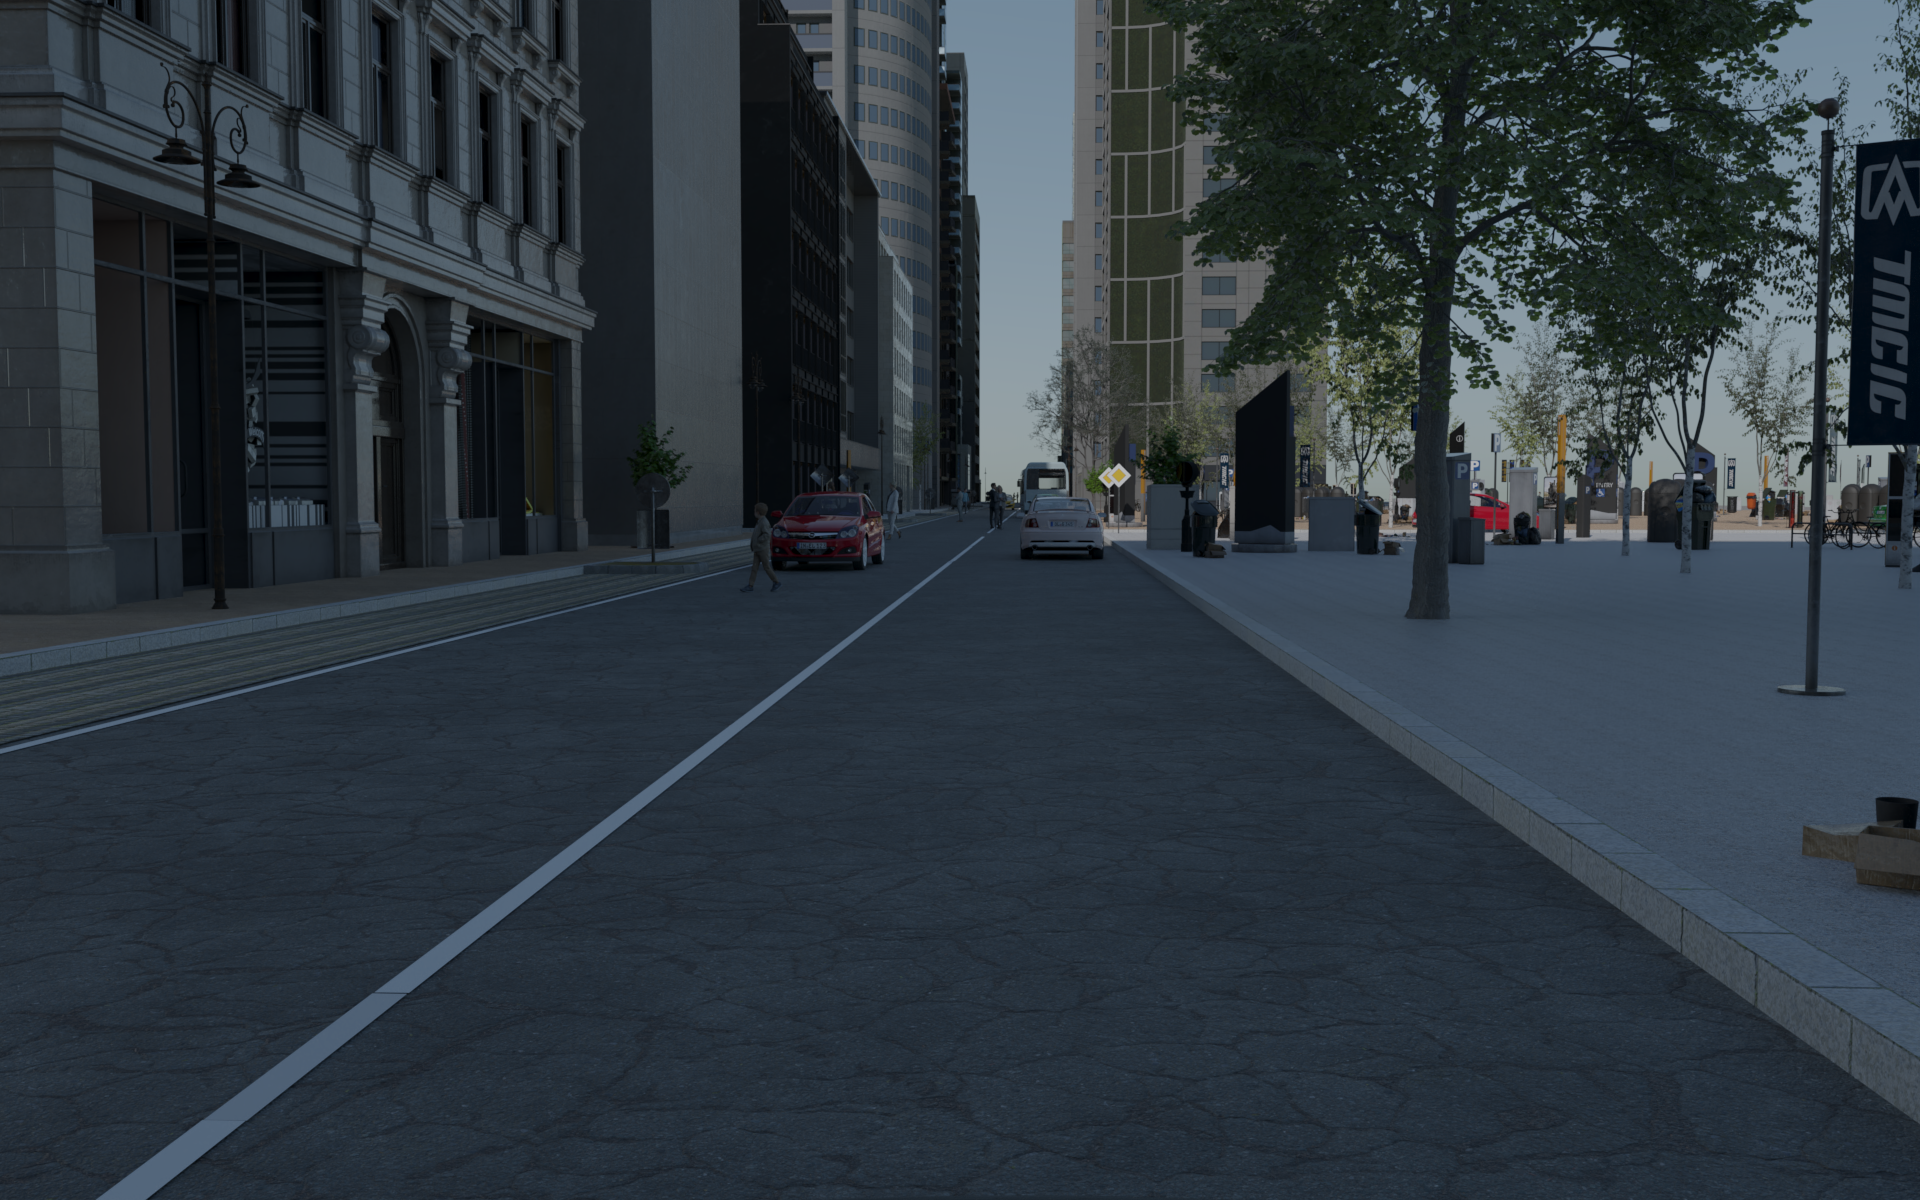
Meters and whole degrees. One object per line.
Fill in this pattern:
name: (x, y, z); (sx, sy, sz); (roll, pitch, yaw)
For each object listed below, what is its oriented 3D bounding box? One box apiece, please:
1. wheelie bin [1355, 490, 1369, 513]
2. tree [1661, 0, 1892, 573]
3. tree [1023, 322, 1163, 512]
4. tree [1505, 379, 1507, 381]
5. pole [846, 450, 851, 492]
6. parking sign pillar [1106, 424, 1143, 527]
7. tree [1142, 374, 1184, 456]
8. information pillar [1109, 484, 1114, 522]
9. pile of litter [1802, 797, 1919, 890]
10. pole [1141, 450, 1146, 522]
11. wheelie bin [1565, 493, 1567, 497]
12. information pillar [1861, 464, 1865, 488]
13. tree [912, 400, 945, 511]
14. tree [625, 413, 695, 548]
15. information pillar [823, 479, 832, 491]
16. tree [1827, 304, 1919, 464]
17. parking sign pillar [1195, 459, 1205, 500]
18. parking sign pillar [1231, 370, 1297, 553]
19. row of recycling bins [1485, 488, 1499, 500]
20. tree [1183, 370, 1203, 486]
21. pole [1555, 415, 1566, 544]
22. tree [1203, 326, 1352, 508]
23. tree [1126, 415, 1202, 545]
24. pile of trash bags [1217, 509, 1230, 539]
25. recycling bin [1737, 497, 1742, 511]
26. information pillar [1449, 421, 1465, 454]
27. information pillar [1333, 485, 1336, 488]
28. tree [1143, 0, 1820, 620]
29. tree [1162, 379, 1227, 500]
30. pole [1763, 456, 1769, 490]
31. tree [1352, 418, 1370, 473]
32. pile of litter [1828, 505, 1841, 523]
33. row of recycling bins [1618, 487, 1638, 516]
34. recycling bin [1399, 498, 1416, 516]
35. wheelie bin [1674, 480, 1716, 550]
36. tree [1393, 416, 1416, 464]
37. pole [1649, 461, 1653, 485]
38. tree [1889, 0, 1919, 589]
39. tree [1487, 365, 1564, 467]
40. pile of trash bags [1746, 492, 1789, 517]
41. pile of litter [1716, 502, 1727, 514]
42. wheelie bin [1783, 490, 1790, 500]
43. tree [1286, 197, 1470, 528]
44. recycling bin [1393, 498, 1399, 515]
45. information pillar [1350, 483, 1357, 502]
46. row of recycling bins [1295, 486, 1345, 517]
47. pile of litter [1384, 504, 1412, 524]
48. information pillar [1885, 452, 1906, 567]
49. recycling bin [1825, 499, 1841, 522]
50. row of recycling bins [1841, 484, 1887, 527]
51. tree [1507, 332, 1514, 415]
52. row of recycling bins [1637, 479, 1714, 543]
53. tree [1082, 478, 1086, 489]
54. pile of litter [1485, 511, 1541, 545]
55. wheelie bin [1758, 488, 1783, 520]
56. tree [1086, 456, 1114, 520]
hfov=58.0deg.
wheelie bin: (20.947, -5.034, 90.221); (0.693, 1.594, 0.980); (0, 4, 6)
tree: (11.799, -4.760, 28.191); (4.360, 8.622, 3.978); (0, 3, 0)
tree: (9.521, -13.111, 124.727); (12.009, 13.543, 11.850); (0, 3, 0)
tree: (23.914, -7.310, 69.879); (4.360, 8.622, 3.978); (0, 3, 0)
pole: (-5.150, -5.282, 80.200); (0.158, 3.312, 0.155); (0, 3, 0)
parking sign pillar: (6.390, -4.821, 67.301); (1.447, 3.967, 1.447); (-1, 4, -15)
tree: (13.005, -9.325, 102.827); (4.360, 8.622, 3.978); (0, 3, 0)
information pillar: (6.410, -4.173, 72.715); (0.304, 2.012, 0.304); (1, 4, 9)
pile of litter: (3.482, 0.513, 5.582); (1.176, 0.858, 1.719); (0, 4, 3)
pole: (8.451, -5.263, 79.894); (0.158, 3.312, 0.155); (0, 3, 0)
wheelie bin: (44.484, -7.367, 128.356); (0.980, 1.594, 0.693); (0, 4, -1)
information pillar: (69.627, -8.699, 133.583); (0.504, 3.616, 0.183); (-3, 5, -44)
tree: (-3.340, -11.245, 134.224); (4.737, 8.622, 4.395); (0, 3, 0)
tree: (-7.349, -2.847, 41.155); (1.663, 3.219, 1.824); (0, 3, 0)
information pillar: (-5.514, -4.125, 71.932); (0.304, 2.012, 0.304); (-3, 5, -44)
tree: (28.639, -6.244, 52.459); (4.737, 8.622, 4.395); (0, 3, 0)
parking sign pillar: (15.784, -7.682, 114.070); (1.447, 3.967, 1.447); (0, 4, 0)
parking sign pillar: (6.738, -3.045, 38.251); (1.447, 3.967, 1.447); (3, 5, 41)
row of recycling bins: (35.723, -6.826, 118.725); (1.069, 1.692, 3.534); (-1, 4, -16)
tree: (14.930, -8.902, 95.917); (4.360, 8.622, 3.978); (0, 3, 0)
pole: (15.480, -3.105, 44.608); (0.158, 3.312, 0.155); (0, 3, 0)
tree: (13.376, -7.511, 73.161); (4.360, 8.622, 3.978); (0, 3, 0)
tree: (5.164, -2.918, 42.307); (1.663, 3.219, 1.824); (0, 3, 0)
pile of trash bags: (7.882, -2.460, 49.978); (3.447, 1.369, 1.912); (0, 4, 4)
recycling bin: (59.477, -7.348, 132.694); (0.722, 1.027, 0.722); (1, 4, 23)
information pillar: (16.033, -3.946, 55.878); (0.504, 3.616, 0.183); (2, 4, 28)
information pillar: (29.880, -8.165, 137.990); (0.304, 2.012, 0.304); (3, 5, 43)
tree: (5.196, -6.095, 17.786); (7.486, 12.596, 7.792); (0, 3, 0)
tree: (15.120, -9.799, 110.571); (4.737, 8.622, 4.395); (0, 3, 0)
pole: (42.787, -6.002, 91.975); (0.158, 3.312, 0.155); (0, 3, 0)
tree: (26.825, -10.496, 121.972); (4.360, 8.622, 3.978); (0, 3, 0)
pile of litter: (38.671, -3.789, 75.908); (1.176, 0.858, 1.719); (1, 4, 23)
row of recycling bins: (39.359, -5.810, 102.104); (3.534, 1.692, 1.069); (1, 4, 15)
recycling bin: (26.070, -5.360, 100.193); (0.722, 1.027, 0.722); (-3, 5, -40)
wheelie bin: (16.990, -1.961, 39.973); (0.980, 1.594, 0.693); (-2, 4, -28)
tree: (35.721, -11.285, 134.878); (4.360, 8.622, 3.978); (0, 3, 0)
pole: (43.009, -6.973, 107.853); (0.158, 3.312, 0.155); (0, 3, 0)
tree: (12.839, -4.474, 23.521); (4.360, 8.622, 3.978); (0, 3, 0)
tree: (32.434, -9.124, 99.539); (4.737, 8.622, 4.395); (0, 3, 0)
pile of trash bags: (44.741, -5.286, 96.180); (3.447, 1.369, 1.912); (-3, 4, -36)
pile of litter: (50.174, -6.151, 114.533); (1.719, 0.858, 1.176); (-1, 4, -16)
wheelie bin: (57.448, -6.908, 120.847); (0.693, 1.594, 0.980); (-2, 4, -30)
tree: (9.773, -5.606, 42.016); (4.737, 8.622, 4.395); (0, 3, 0)
recycling bin: (26.162, -5.525, 102.885); (0.722, 1.027, 0.722); (0, 4, 2)
information pillar: (26.937, -6.978, 118.578); (0.304, 2.012, 0.304); (-2, 4, -31)
row of recycling bins: (19.565, -5.368, 94.884); (1.069, 1.692, 3.534); (-3, 5, -40)
pile of litter: (19.392, -3.760, 75.440); (1.719, 0.858, 1.176); (2, 4, 33)
information pillar: (16.426, -1.582, 30.352); (0.304, 2.012, 0.304); (3, 4, 36)
recycling bin: (40.712, -4.160, 80.571); (0.722, 1.027, 0.722); (2, 4, 32)
row of recycling bins: (36.244, -3.726, 68.028); (1.069, 1.692, 3.534); (-2, 4, -26)
tree: (13.997, -5.245, 36.110); (4.360, 8.622, 3.978); (0, 3, 0)
row of recycling bins: (19.625, -2.440, 47.007); (1.069, 1.692, 3.534); (3, 5, 40)
tree: (8.607, -6.735, 104.719); (1.663, 3.219, 1.824); (0, 3, 0)
pile of litter: (13.999, -1.828, 43.857); (1.719, 0.858, 1.176); (-1, 4, -20)
wheelie bin: (39.554, -4.704, 84.812); (0.693, 1.594, 0.980); (0, 4, -1)
tree: (7.657, -5.666, 87.241); (1.663, 3.219, 1.824); (0, 3, 0)
